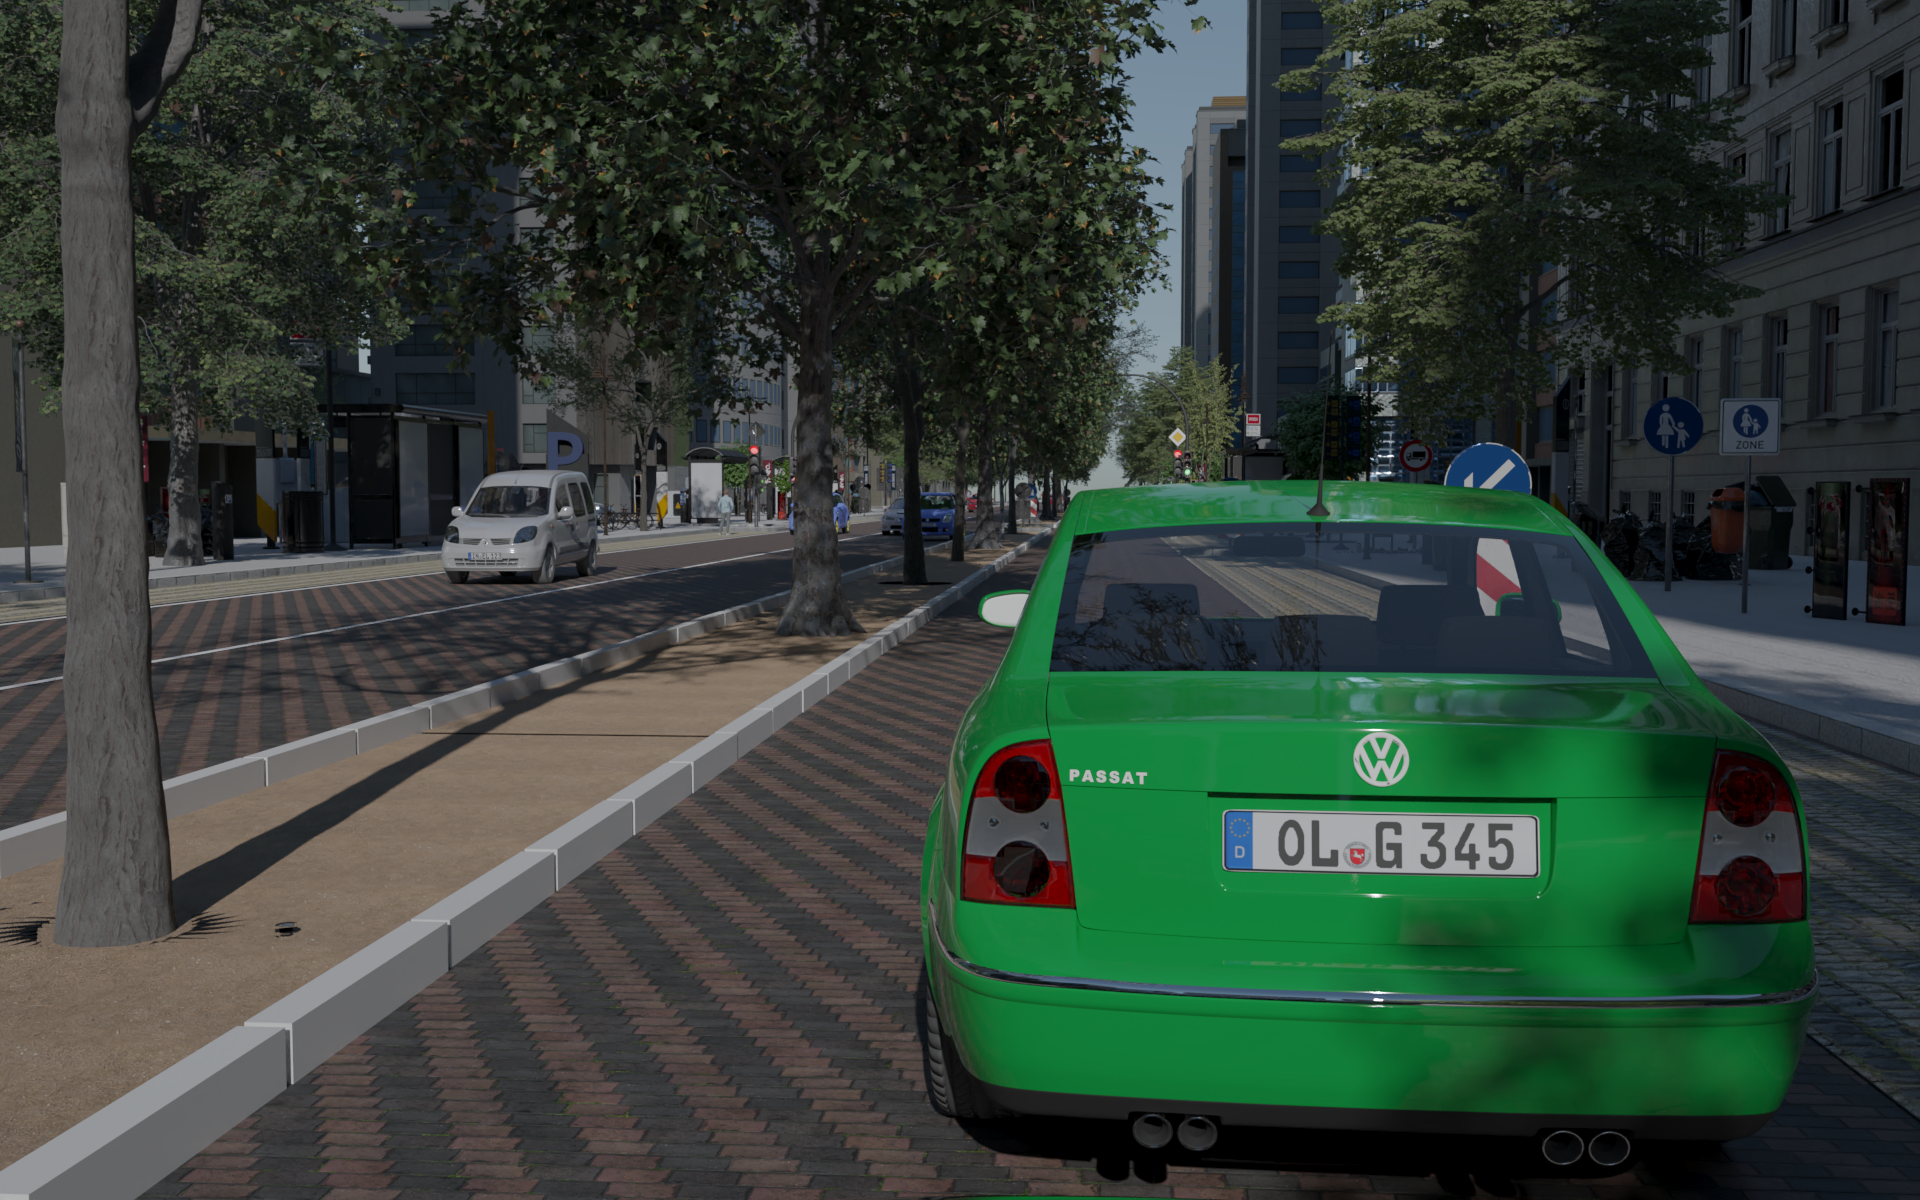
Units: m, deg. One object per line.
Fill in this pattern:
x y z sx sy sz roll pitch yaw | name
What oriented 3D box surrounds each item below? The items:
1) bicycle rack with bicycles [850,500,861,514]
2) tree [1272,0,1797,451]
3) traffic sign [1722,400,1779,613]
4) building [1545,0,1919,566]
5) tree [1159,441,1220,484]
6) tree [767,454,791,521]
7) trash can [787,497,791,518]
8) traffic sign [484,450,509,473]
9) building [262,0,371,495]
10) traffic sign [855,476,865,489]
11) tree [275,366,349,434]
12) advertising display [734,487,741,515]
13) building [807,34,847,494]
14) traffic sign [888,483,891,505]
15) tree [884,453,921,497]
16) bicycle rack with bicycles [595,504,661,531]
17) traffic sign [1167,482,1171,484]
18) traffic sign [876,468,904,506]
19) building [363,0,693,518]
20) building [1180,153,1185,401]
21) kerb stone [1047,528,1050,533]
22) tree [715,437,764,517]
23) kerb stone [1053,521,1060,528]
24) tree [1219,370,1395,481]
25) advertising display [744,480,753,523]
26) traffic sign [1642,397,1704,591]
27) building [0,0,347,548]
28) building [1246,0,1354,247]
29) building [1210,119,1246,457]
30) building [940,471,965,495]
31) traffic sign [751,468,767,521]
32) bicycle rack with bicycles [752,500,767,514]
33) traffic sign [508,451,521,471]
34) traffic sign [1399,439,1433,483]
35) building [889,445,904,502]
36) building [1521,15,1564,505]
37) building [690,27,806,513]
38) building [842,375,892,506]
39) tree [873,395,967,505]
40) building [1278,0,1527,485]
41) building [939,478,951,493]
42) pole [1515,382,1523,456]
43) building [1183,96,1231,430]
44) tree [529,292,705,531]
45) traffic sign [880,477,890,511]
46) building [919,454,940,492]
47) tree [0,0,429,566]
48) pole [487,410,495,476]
-7.223 -5.931 110.353 2.852 0.926 2.925 1 4 10 | bicycle rack with bicycles
8.727 -6.648 26.830 7.486 12.596 7.792 0 3 0 | tree
8.445 -1.006 18.582 0.606 2.300 0.079 0 4 8 | traffic sign
25.167 -12.669 40.416 16.112 22.955 30.059 0 4 5 | building
14.525 -7.757 110.541 4.285 4.588 4.351 0 3 0 | tree
-8.377 -5.468 84.008 1.663 3.219 1.824 0 3 0 | tree
-8.728 -4.822 90.497 0.748 1.137 0.748 0 3 0 | trash can
-13.543 -3.091 50.637 0.768 2.556 0.104 0 4 8 | traffic sign
-50.435 -31.114 97.952 27.495 52.752 28.713 0 4 5 | building
-7.127 -7.527 123.168 0.768 2.556 0.104 1 4 11 | traffic sign
-34.010 -8.551 90.166 4.737 8.622 4.395 0 3 0 | tree
-13.554 -6.131 105.454 0.123 1.923 0.974 1 4 12 | advertising display
-18.287 -31.043 157.665 14.600 45.320 14.200 0 4 5 | building
-5.164 -7.871 128.798 0.768 2.556 0.104 0 4 5 | traffic sign
-4.751 -9.504 139.110 4.285 4.588 4.351 0 3 0 | tree
-12.040 -2.966 61.880 2.925 0.926 2.852 -2 4 -29 | bicycle rack with bicycles
15.087 -7.532 123.251 0.768 2.556 0.104 1 4 14 | traffic sign
-5.355 -8.571 134.009 2.265 3.308 0.079 1 4 10 | traffic sign
-23.445 -19.851 96.271 14.160 30.474 14.107 0 4 5 | building
47.624 -45.798 290.801 21.231 58.520 28.212 0 4 5 | building
2.992 -2.366 60.884 0.120 0.150 1.000 0 4 5 | kerb stone
-12.724 -7.074 99.380 4.285 4.588 4.351 0 3 0 | tree
4.305 -3.339 76.789 0.120 0.150 1.000 0 4 5 | kerb stone
9.886 -3.809 45.999 4.285 4.588 4.351 0 3 0 | tree
-9.526 -4.466 78.235 0.123 1.923 0.974 1 4 9 | advertising display
9.343 -1.387 22.783 0.768 2.556 0.104 0 4 7 | traffic sign
-34.093 -24.019 47.338 28.867 44.769 22.147 0 4 5 | building
37.210 -37.883 161.384 21.231 58.520 28.212 0 4 5 | building
37.451 -34.077 207.271 14.600 45.320 14.200 0 4 5 | building
-13.315 -27.356 292.315 27.650 21.520 28.899 0 4 5 | building
-9.399 -4.948 81.006 0.768 2.556 0.104 1 4 10 | traffic sign
-12.102 -6.065 112.543 2.925 0.926 2.852 1 4 16 | bicycle rack with bicycles
-13.457 -3.179 51.980 0.884 2.594 0.081 1 4 10 | traffic sign
10.589 -2.457 40.273 0.768 2.556 0.104 1 4 14 | traffic sign
-13.983 -31.622 200.608 14.154 41.232 14.086 0 4 5 | building
42.959 -26.561 88.897 28.867 44.769 22.147 0 4 5 | building
-23.741 -35.636 124.643 21.231 58.520 28.212 0 4 5 | building
-22.642 -20.507 180.331 27.650 21.520 28.899 0 4 5 | building
-4.518 -13.951 146.220 7.486 12.596 7.792 0 3 0 | tree
36.840 -49.894 128.431 22.319 86.520 31.000 0 4 5 | building
-11.972 -50.621 265.896 20.563 71.187 20.611 0 4 5 | building
10.149 -2.314 31.679 0.158 3.312 0.155 0 3 0 | pole
45.659 -44.080 262.707 21.231 58.520 28.212 0 4 5 | building
-11.034 -7.628 59.135 8.767 10.594 7.601 1 4 16 | tree
-5.501 -7.750 126.812 0.768 2.556 0.104 1 4 14 | traffic sign
-10.602 -29.232 249.642 14.160 30.474 14.107 0 4 5 | building
-14.003 -7.599 30.891 9.857 13.997 8.962 0 3 0 | tree
-11.455 -2.967 42.347 0.158 3.312 0.155 0 3 0 | pole
